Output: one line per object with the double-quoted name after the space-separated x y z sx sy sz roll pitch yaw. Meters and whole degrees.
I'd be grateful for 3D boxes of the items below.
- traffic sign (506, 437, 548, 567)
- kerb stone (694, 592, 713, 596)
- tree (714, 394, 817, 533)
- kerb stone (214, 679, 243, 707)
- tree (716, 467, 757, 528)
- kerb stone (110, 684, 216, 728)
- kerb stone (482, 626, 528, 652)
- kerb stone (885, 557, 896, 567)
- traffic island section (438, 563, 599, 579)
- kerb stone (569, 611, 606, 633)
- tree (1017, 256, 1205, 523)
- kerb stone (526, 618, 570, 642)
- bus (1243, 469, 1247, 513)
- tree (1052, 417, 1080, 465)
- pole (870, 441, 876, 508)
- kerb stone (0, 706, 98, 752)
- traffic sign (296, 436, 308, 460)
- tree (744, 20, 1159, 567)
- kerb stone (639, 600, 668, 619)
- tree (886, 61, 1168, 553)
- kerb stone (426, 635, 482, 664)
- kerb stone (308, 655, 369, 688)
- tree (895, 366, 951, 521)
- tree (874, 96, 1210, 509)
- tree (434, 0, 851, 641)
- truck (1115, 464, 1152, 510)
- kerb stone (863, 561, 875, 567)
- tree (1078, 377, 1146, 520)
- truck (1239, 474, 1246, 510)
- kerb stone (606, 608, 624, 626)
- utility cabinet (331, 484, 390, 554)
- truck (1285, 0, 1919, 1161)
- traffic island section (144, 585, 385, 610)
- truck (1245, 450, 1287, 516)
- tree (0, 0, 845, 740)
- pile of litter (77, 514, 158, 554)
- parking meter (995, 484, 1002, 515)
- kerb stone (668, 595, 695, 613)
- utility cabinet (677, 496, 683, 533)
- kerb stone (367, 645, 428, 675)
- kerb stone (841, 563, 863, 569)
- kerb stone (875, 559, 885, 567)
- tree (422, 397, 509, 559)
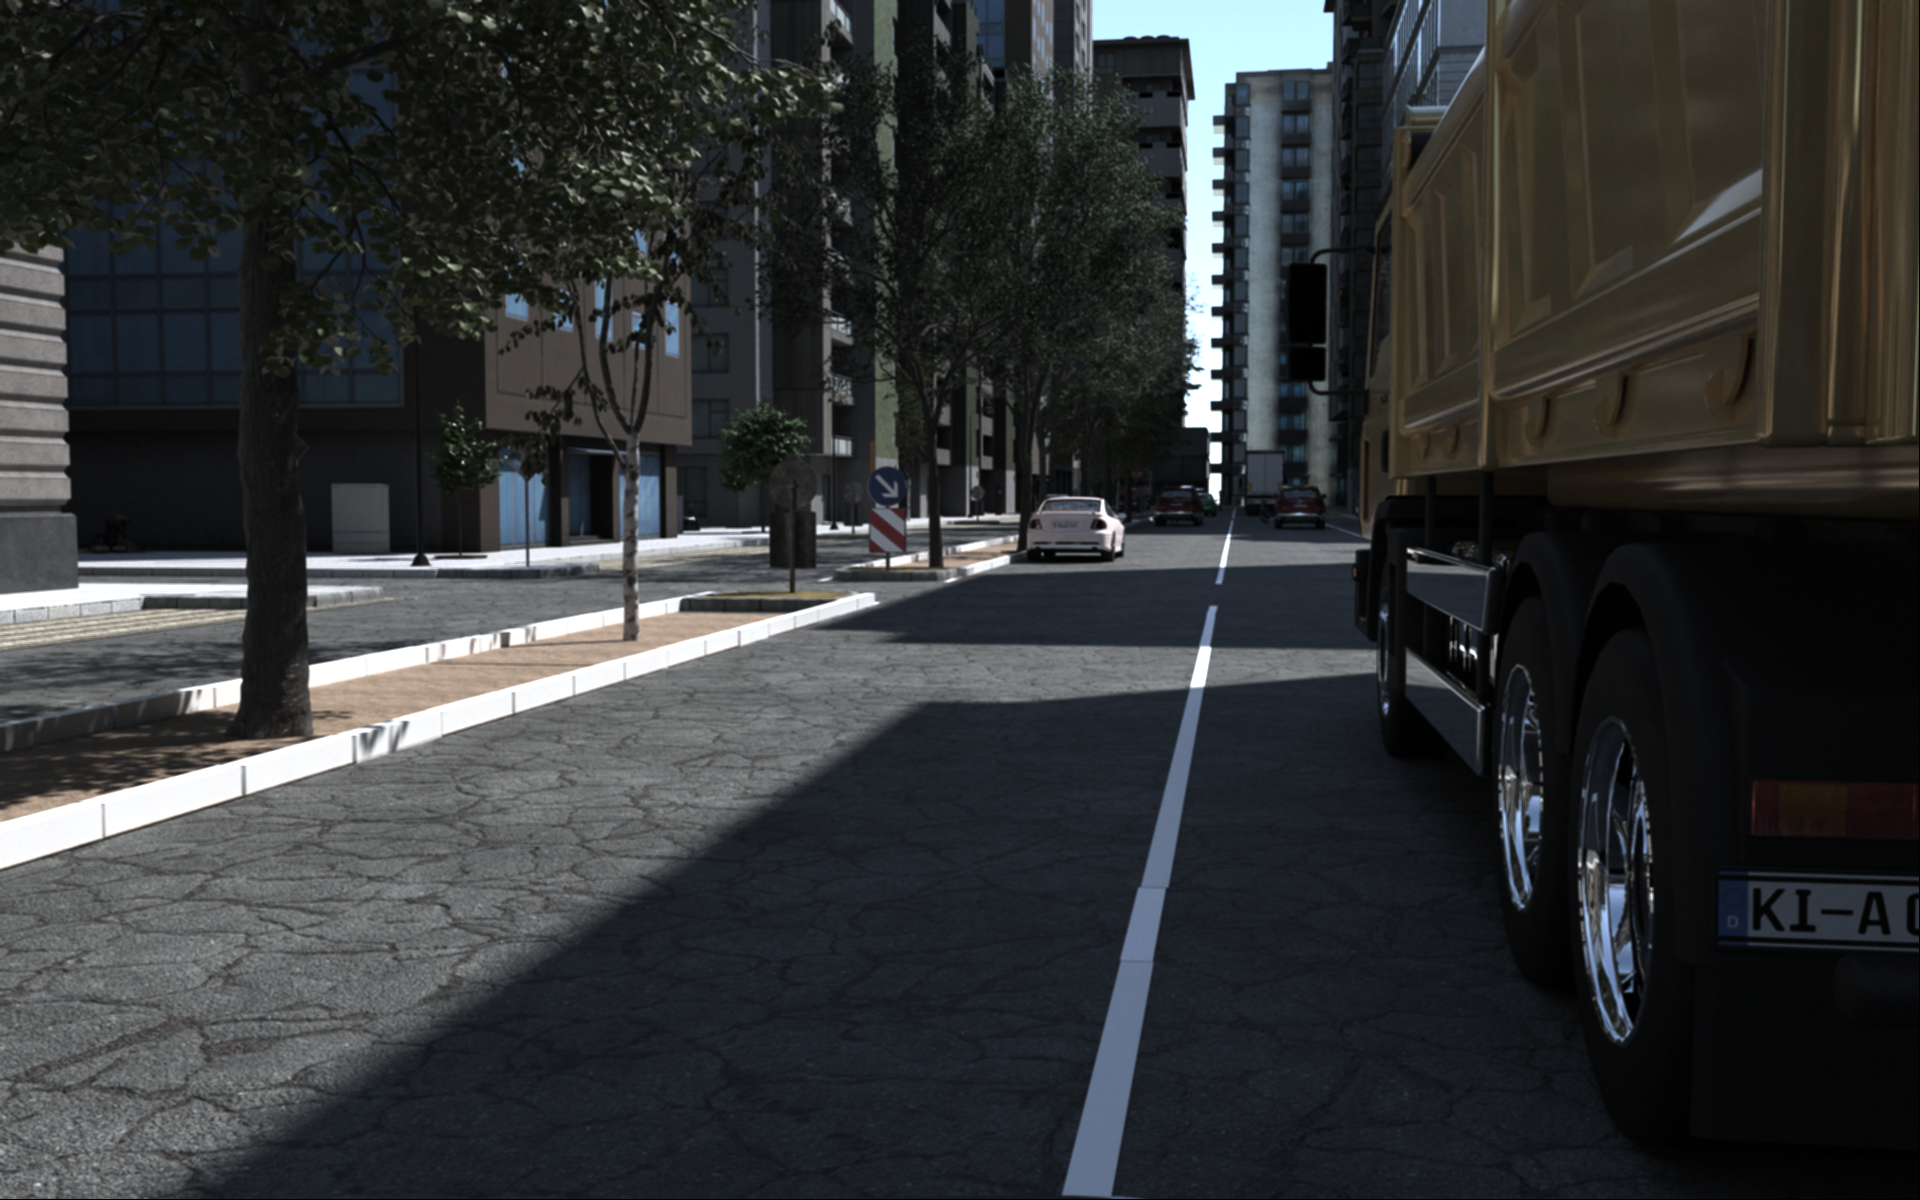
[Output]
-7.651 -1.649 30.609 0.795 2.450 0.064 1 4 9 "traffic sign"
-3.322 0.000 22.192 0.120 0.150 1.000 1 4 9 "kerb stone"
-6.422 -4.492 57.153 4.285 4.588 4.351 0 3 0 "tree"
-4.945 0.624 12.057 0.120 0.150 1.000 1 4 9 "kerb stone"
-8.424 -4.321 65.242 1.663 3.219 1.824 0 3 0 "tree"
-5.109 0.682 11.048 0.120 0.150 1.000 1 4 9 "kerb stone"
-4.300 0.380 16.114 0.120 0.150 1.000 1 4 9 "kerb stone"
-1.450 -0.713 33.849 0.120 0.150 1.000 1 4 9 "kerb stone"
-7.675 -0.513 30.675 2.009 0.180 2.903 1 4 9 "traffic island section"
-3.979 0.248 18.143 0.120 0.150 1.000 1 4 9 "kerb stone"
6.139 -9.315 72.882 7.486 12.596 7.792 0 3 0 "tree"
-4.137 0.310 17.133 0.120 0.150 1.000 1 4 9 "kerb stone"
22.803 -8.510 130.680 2.896 3.916 12.252 1 4 10 "bus"
9.272 -12.694 157.905 4.737 8.622 4.395 0 3 0 "tree"
-3.342 -4.441 66.454 0.158 3.312 0.155 0 3 0 "pole"
-5.280 0.748 10.033 0.120 0.150 1.000 1 4 9 "kerb stone"
-8.918 -1.167 22.725 0.795 2.450 0.064 1 4 9 "traffic sign"
-0.369 -5.876 32.942 8.767 10.594 7.601 1 4 9 "tree"
-3.648 0.125 20.164 0.120 0.150 1.000 1 4 9 "kerb stone"
1.665 -6.932 41.544 9.928 11.665 9.643 0 3 0 "tree"
-4.458 0.438 15.096 0.120 0.150 1.000 1 4 9 "kerb stone"
-4.786 0.559 13.067 0.120 0.150 1.000 1 4 9 "kerb stone"
-2.475 -8.126 83.223 4.737 8.622 4.395 0 3 0 "tree"
2.555 -8.584 53.174 12.009 13.543 11.850 0 3 0 "tree"
-3.174 -3.915 16.829 4.360 8.622 3.978 0 3 0 "tree"
15.629 -10.135 154.619 2.839 4.237 11.283 1 4 9 "truck"
-1.775 -0.589 31.819 0.120 0.150 1.000 1 4 9 "kerb stone"
7.321 -7.787 80.136 4.360 8.622 3.978 0 3 0 "tree"
26.686 -9.709 154.661 3.469 3.379 9.791 1 4 9 "truck"
-3.816 0.190 19.152 0.120 0.150 1.000 1 4 9 "kerb stone"
-12.764 -1.726 36.904 1.173 1.500 0.318 1 4 11 "utility cabinet"
3.238 -0.691 7.226 3.469 3.379 9.791 1 4 9 "truck"
-8.942 -0.031 22.790 2.009 0.180 2.903 1 4 9 "traffic island section"
20.456 -7.772 115.979 2.839 4.237 11.283 1 4 10 "truck"
-4.090 -5.487 10.301 7.486 12.596 7.792 0 3 0 "tree"
-18.443 -1.453 37.719 1.719 0.858 1.176 1 4 12 "pile of litter"
2.344 -6.061 104.816 0.399 1.863 0.255 -3 4 -38 "parking meter"
-3.481 0.065 21.179 0.120 0.150 1.000 1 4 9 "kerb stone"
-9.638 -2.802 56.981 1.020 1.237 0.306 -2 4 -30 "utility cabinet"
-4.631 0.497 14.077 0.120 0.150 1.000 1 4 9 "kerb stone"
-1.937 -0.527 30.808 0.120 0.150 1.000 1 4 9 "kerb stone"
-1.621 -0.649 32.830 0.120 0.150 1.000 1 4 9 "kerb stone"
-10.052 -2.437 34.447 1.663 3.219 1.824 0 3 0 "tree"
